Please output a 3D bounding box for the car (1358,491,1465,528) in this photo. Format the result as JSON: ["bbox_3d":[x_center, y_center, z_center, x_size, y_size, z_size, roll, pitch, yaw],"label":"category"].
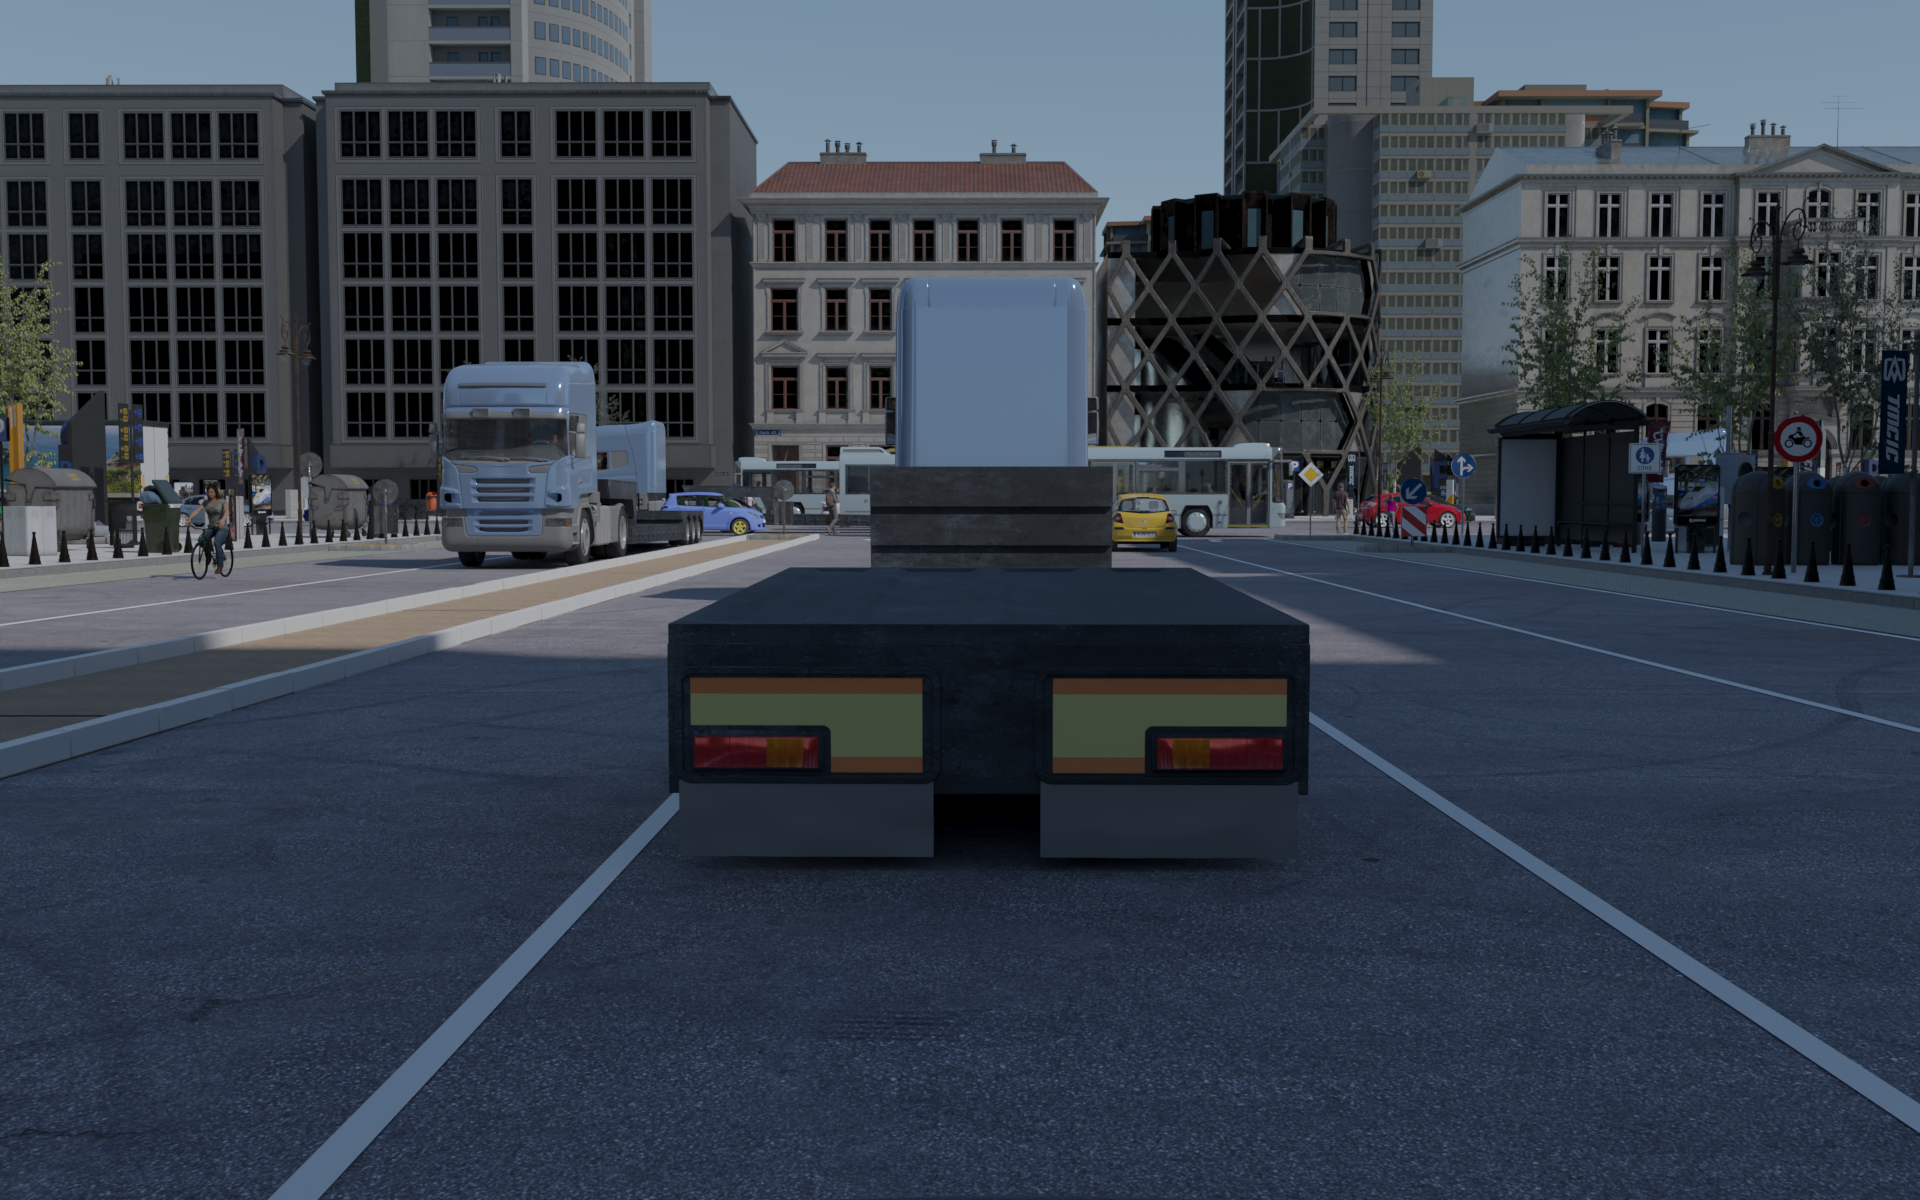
[{"bbox_3d":[19.268,-3.965,73.869,4.494,1.783,2.155,0,3,0],"label":"car"}]

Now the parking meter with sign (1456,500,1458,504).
[{"bbox_3d":[37.644,-8.421,133.949,1.738,3.016,0.543,2,4,34],"label":"parking meter with sign"}]

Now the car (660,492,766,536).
[{"bbox_3d":[-8.575,-3.079,59.925,3.694,1.707,1.945,0,4,2],"label":"car"}]

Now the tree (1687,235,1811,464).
[{"bbox_3d":[22.398,-6.082,49.808,4.737,8.622,4.395,0,3,0],"label":"tree"}]

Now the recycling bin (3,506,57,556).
[{"bbox_3d":[-19.347,-1.437,36.045,0.722,1.027,0.722,1,4,22],"label":"recycling bin"}]

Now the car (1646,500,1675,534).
[{"bbox_3d":[23.132,-2.910,59.579,4.499,1.417,2.014,0,4,1],"label":"car"}]

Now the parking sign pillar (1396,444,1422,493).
[{"bbox_3d":[24.444,-6.468,94.231,1.447,3.967,1.447,2,4,25],"label":"parking sign pillar"}]

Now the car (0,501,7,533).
[{"bbox_3d":[-36.570,-3.387,64.177,4.718,1.807,1.959,0,4,-1],"label":"car"}]

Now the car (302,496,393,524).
[{"bbox_3d":[-27.506,-4.010,78.149,3.894,1.354,1.945,0,4,1],"label":"car"}]

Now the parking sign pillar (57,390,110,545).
[{"bbox_3d":[-22.531,-3.426,44.491,1.447,3.967,1.447,1,4,10],"label":"parking sign pillar"}]

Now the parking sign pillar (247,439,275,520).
[{"bbox_3d":[-34.487,-5.907,85.051,1.447,3.967,1.447,0,4,1],"label":"parking sign pillar"}]

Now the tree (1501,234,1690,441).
[{"bbox_3d":[17.493,-6.103,50.146,4.737,8.622,4.395,0,3,0],"label":"tree"}]

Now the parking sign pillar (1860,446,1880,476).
[{"bbox_3d":[50.917,-6.632,96.904,1.447,3.967,1.447,-2,4,-33],"label":"parking sign pillar"}]

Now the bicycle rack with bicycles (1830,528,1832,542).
[{"bbox_3d":[18.299,-1.275,34.236,2.852,0.926,2.925,0,4,2],"label":"bicycle rack with bicycles"}]

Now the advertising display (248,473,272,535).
[{"bbox_3d":[-21.988,-3.011,54.447,0.123,1.923,0.974,1,4,15],"label":"advertising display"}]

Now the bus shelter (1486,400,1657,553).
[{"bbox_3d":[13.954,-2.817,39.984,2.014,3.302,5.546,0,4,1],"label":"bus shelter"}]

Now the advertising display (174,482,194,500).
[{"bbox_3d":[-40.815,-5.254,91.116,0.974,1.923,0.123,-1,4,-18],"label":"advertising display"}]

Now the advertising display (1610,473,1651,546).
[{"bbox_3d":[16.538,-2.298,42.779,0.974,1.923,0.123,3,5,44],"label":"advertising display"}]

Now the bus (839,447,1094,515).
[{"bbox_3d":[1.962,-4.498,68.402,13.247,3.499,2.948,0,4,2],"label":"bus"}]

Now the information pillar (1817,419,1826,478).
[{"bbox_3d":[27.049,-3.857,54.416,0.183,3.616,0.504,3,5,42],"label":"information pillar"}]

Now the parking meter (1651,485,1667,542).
[{"bbox_3d":[18.854,-2.342,46.695,0.372,1.533,0.369,0,3,0],"label":"parking meter"}]

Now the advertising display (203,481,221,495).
[{"bbox_3d":[-37.603,-5.009,87.111,0.123,1.923,0.974,2,4,26],"label":"advertising display"}]

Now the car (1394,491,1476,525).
[{"bbox_3d":[22.203,-4.412,81.917,4.222,1.686,2.009,0,4,2],"label":"car"}]

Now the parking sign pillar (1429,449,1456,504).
[{"bbox_3d":[28.662,-6.971,102.450,1.447,3.967,1.447,2,4,29],"label":"parking sign pillar"}]

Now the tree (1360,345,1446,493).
[{"bbox_3d":[21.989,-8.334,86.628,4.737,8.622,4.395,0,3,0],"label":"tree"}]

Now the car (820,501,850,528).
[{"bbox_3d":[-3.591,-3.791,74.347,4.827,1.381,2.083,0,4,-1],"label":"car"}]

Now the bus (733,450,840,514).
[{"bbox_3d":[-4.930,-5.330,82.013,13.247,3.499,2.948,0,4,1],"label":"bus"}]

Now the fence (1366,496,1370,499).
[{"bbox_3d":[22.080,-4.788,89.481,2.264,1.192,0.480,1,4,10],"label":"fence"}]

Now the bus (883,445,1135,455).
[{"bbox_3d":[1.865,-5.301,78.225,12.252,3.916,2.896,0,4,0],"label":"bus"}]

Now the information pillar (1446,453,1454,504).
[{"bbox_3d":[28.131,-6.612,99.452,0.183,3.616,0.504,-2,4,-33],"label":"information pillar"}]

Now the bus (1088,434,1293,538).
[{"bbox_3d":[4.997,-3.873,58.177,13.247,3.499,2.948,0,4,2],"label":"bus"}]

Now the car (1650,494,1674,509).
[{"bbox_3d":[25.721,-3.404,65.436,4.222,1.686,2.009,0,4,2],"label":"car"}]

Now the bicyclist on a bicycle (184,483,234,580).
[{"bbox_3d":[-12.642,-1.178,29.276,1.499,1.676,1.625,0,4,1],"label":"bicyclist on a bicycle"}]

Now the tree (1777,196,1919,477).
[{"bbox_3d":[22.116,-5.653,42.791,4.360,8.622,3.978,0,3,0],"label":"tree"}]

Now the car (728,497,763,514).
[{"bbox_3d":[-10.552,-3.958,74.506,4.222,1.686,2.009,0,4,1],"label":"car"}]

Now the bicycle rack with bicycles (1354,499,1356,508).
[{"bbox_3d":[32.588,-8.099,145.794,2.852,0.926,2.925,0,4,6],"label":"bicycle rack with bicycles"}]

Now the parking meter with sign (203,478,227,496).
[{"bbox_3d":[-41.889,-6.147,96.766,1.738,3.016,0.543,-2,4,-26],"label":"parking meter with sign"}]

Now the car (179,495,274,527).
[{"bbox_3d":[-32.253,-3.883,75.489,4.499,1.417,2.014,0,4,0],"label":"car"}]

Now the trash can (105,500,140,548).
[{"bbox_3d":[-19.889,-1.805,41.167,0.748,1.137,0.748,0,3,0],"label":"trash can"}]

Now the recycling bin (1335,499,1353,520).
[{"bbox_3d":[19.118,-4.509,86.269,0.722,1.027,0.722,0,4,-5],"label":"recycling bin"}]

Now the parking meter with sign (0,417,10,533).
[{"bbox_3d":[-22.153,-2.593,38.657,0.543,3.016,1.738,2,4,26],"label":"parking meter with sign"}]

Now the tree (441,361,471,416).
[{"bbox_3d":[-26.441,-8.870,95.388,4.360,8.622,3.978,0,3,0],"label":"tree"}]

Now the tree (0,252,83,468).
[{"bbox_3d":[-27.716,-6.139,50.727,4.737,8.622,4.395,0,3,0],"label":"tree"}]

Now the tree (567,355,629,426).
[{"bbox_3d":[-19.759,-8.647,91.745,4.360,8.622,3.978,0,3,0],"label":"tree"}]

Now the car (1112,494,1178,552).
[{"bbox_3d":[4.600,-2.092,44.427,2.015,1.641,3.980,0,4,2],"label":"car"}]

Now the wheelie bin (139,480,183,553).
[{"bbox_3d":[-17.468,-1.830,37.835,0.693,1.594,0.980,0,4,3],"label":"wheelie bin"}]

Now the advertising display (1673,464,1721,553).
[{"bbox_3d":[15.956,-1.976,37.518,0.974,1.923,0.123,0,4,-4],"label":"advertising display"}]

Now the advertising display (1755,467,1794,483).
[{"bbox_3d":[19.088,-2.168,40.654,0.974,1.923,0.123,0,4,5],"label":"advertising display"}]

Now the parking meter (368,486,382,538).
[{"bbox_3d":[-17.142,-2.592,50.787,0.372,1.533,0.369,0,3,0],"label":"parking meter"}]

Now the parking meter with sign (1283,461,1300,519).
[{"bbox_3d":[17.345,-5.829,91.564,0.543,3.016,1.738,-1,4,-11],"label":"parking meter with sign"}]
